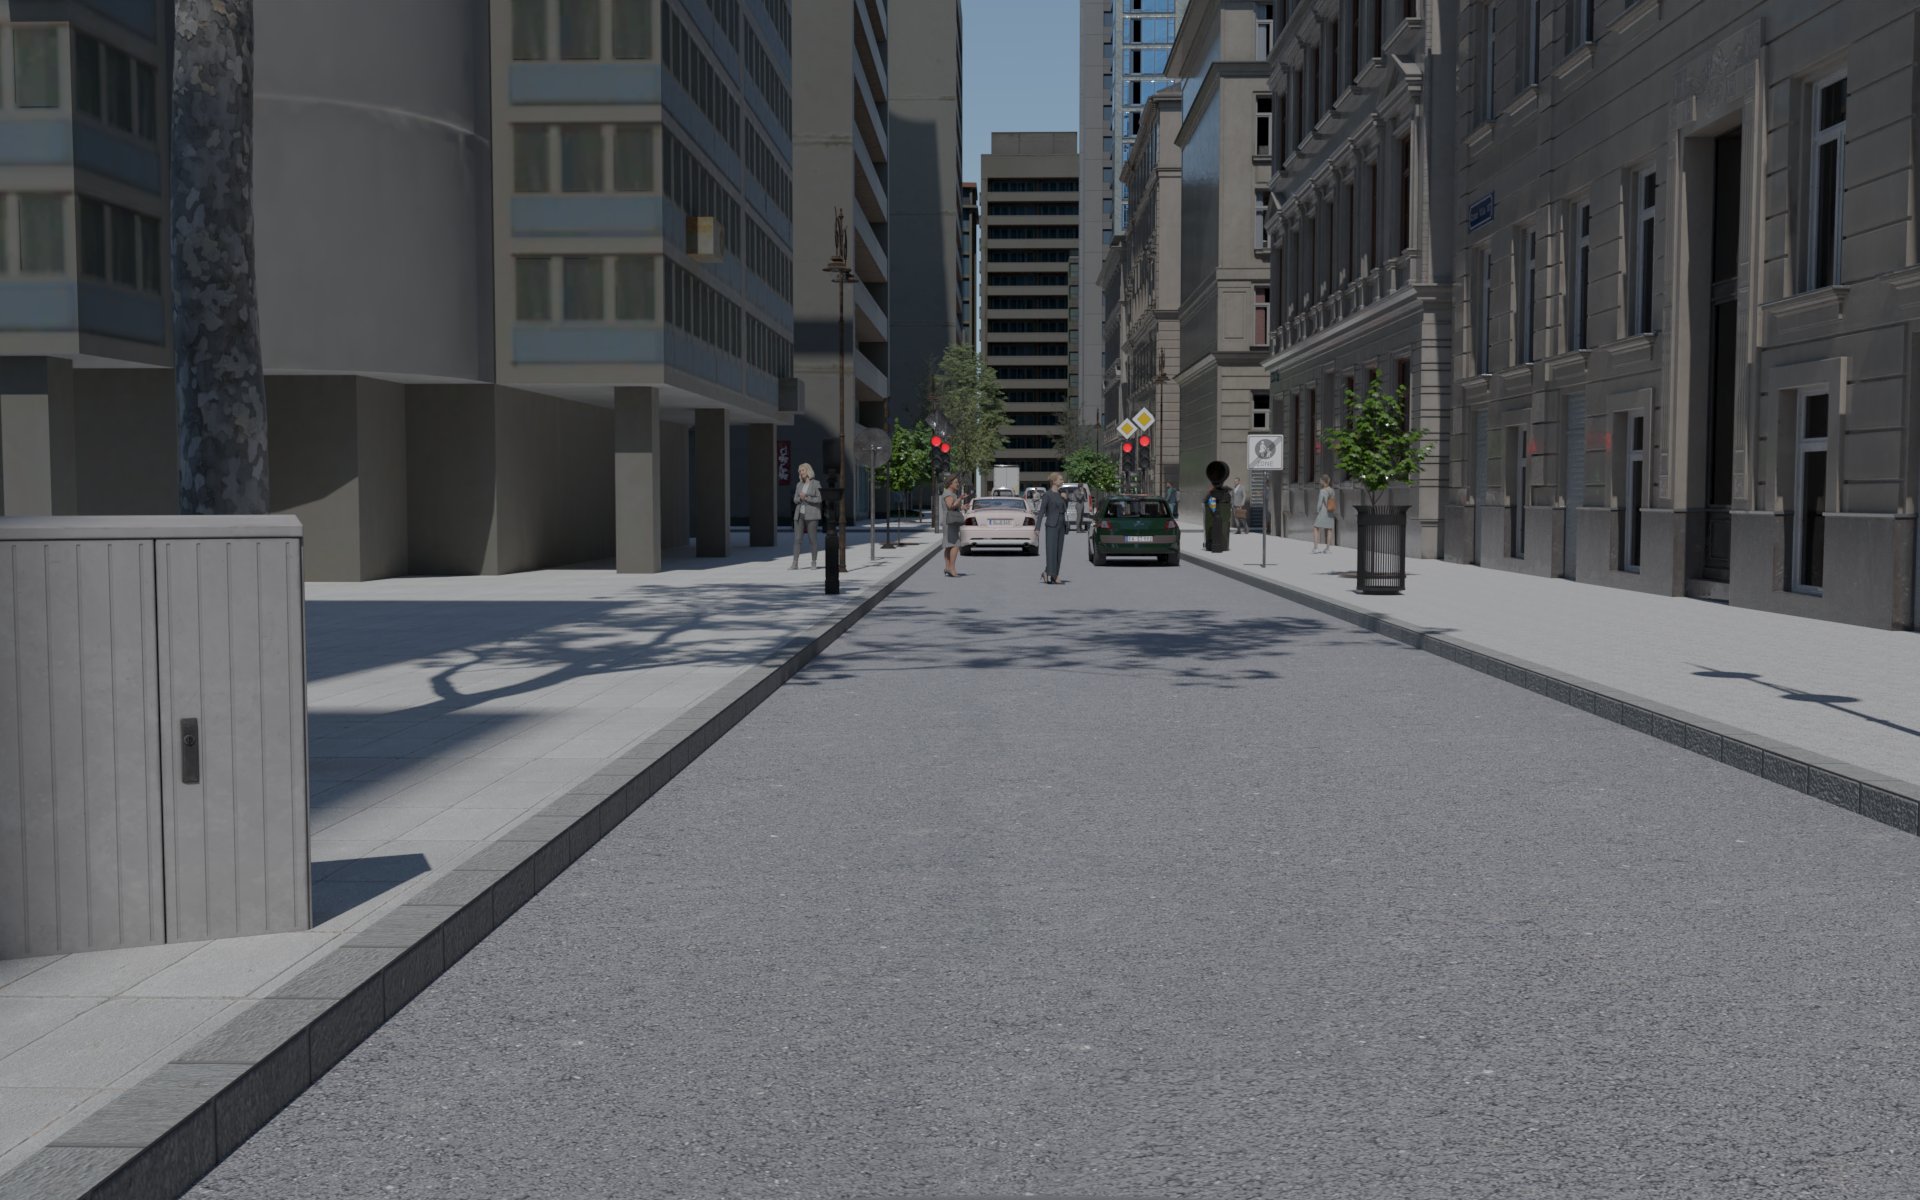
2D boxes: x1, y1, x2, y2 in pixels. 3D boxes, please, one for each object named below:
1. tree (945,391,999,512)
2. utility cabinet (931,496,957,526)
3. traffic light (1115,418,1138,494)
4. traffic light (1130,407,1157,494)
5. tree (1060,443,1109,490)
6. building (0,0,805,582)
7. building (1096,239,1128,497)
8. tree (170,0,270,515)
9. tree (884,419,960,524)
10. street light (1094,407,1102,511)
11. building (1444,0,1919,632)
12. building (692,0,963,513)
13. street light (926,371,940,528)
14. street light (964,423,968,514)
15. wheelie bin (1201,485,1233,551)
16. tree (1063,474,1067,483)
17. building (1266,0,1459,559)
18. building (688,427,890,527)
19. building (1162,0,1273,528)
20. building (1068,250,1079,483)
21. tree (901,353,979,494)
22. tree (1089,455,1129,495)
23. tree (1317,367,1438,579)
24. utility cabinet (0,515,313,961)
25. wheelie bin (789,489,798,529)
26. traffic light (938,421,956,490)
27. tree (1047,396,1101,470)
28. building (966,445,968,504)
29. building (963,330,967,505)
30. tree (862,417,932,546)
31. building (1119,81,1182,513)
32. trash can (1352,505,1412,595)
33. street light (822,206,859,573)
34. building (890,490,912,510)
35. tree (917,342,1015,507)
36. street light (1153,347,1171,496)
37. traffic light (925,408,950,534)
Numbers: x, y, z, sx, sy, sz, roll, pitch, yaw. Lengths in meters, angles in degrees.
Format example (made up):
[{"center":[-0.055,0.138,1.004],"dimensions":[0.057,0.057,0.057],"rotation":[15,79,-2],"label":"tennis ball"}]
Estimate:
[{"center":[0.424,-10.456,121.311],"dimensions":[4.737,8.622,4.395],"rotation":[0,3,0],"label":"tree"},{"center":[-0.641,-3.590,69.853],"dimensions":[1.020,1.237,0.306],"rotation":[-1,4,-23],"label":"utility cabinet"},{"center":[6.142,-4.591,63.991],"dimensions":[0.839,4.253,0.868],"rotation":[0,4,2],"label":"traffic light"},{"center":[5.924,-4.103,56.009],"dimensions":[0.839,4.253,0.868],"rotation":[0,4,2],"label":"traffic light"},{"center":[8.204,-7.842,111.922],"dimensions":[4.285,4.588,4.351],"rotation":[0,3,0],"label":"tree"},{"center":[-15.872,-21.060,36.207],"dimensions":[23.993,40.220,32.217],"rotation":[0,4,2],"label":"building"},{"center":[16.349,-17.878,128.462],"dimensions":[11.583,22.565,21.152],"rotation":[0,4,2],"label":"building"},{"center":[-2.619,-9.350,8.762],"dimensions":[12.611,20.169,13.585],"rotation":[0,3,0],"label":"tree"},{"center":[-1.776,-5.637,75.874],"dimensions":[4.285,4.588,4.351],"rotation":[0,3,0],"label":"tree"},{"center":[7.313,-7.299,92.134],"dimensions":[0.468,5.910,1.993],"rotation":[0,4,2],"label":"street light"},{"center":[14.469,-13.605,19.703],"dimensions":[12.463,27.353,25.104],"rotation":[0,4,2],"label":"building"},{"center":[-10.692,-32.246,150.929],"dimensions":[21.300,48.544,21.600],"rotation":[0,4,2],"label":"building"},{"center":[-1.006,-5.665,65.403],"dimensions":[0.468,5.910,1.993],"rotation":[0,4,2],"label":"street light"},{"center":[0.368,-8.538,112.377],"dimensions":[0.468,5.910,1.993],"rotation":[0,4,2],"label":"street light"},{"center":[5.814,-1.910,39.134],"dimensions":[0.693,1.594,0.980],"rotation":[0,4,3],"label":"wheelie bin"},{"center":[10.186,-10.639,168.551],"dimensions":[1.663,3.219,1.824],"rotation":[0,3,0],"label":"tree"},{"center":[14.286,-12.648,42.946],"dimensions":[11.583,22.565,21.152],"rotation":[0,4,2],"label":"building"},{"center":[-14.552,-27.766,77.676],"dimensions":[21.300,48.544,21.600],"rotation":[0,4,2],"label":"building"},{"center":[24.167,-14.614,72.220],"dimensions":[30.059,22.955,16.112],"rotation":[0,4,2],"label":"building"},{"center":[19.748,-26.542,205.654],"dimensions":[14.160,30.474,14.107],"rotation":[0,4,2],"label":"building"},{"center":[-1.100,-8.489,89.154],"dimensions":[4.360,8.622,3.978],"rotation":[0,3,0],"label":"tree"},{"center":[7.478,-5.628,86.614],"dimensions":[1.663,3.219,1.824],"rotation":[0,3,0],"label":"tree"},{"center":[6.464,-1.950,26.480],"dimensions":[1.663,3.219,1.824],"rotation":[0,3,0],"label":"tree"},{"center":[-2.422,0.379,4.966],"dimensions":[1.020,1.237,0.306],"rotation":[-2,4,-25],"label":"utility cabinet"},{"center":[-5.892,-3.418,63.786],"dimensions":[0.693,1.594,0.980],"rotation":[-1,4,-22],"label":"wheelie bin"},{"center":[-0.517,-4.602,64.156],"dimensions":[0.839,4.253,0.868],"rotation":[0,4,2],"label":"traffic light"},{"center":[8.426,-10.917,128.847],"dimensions":[4.360,8.622,3.978],"rotation":[0,3,0],"label":"tree"},{"center":[-14.846,-54.310,200.634],"dimensions":[31.000,86.520,22.319],"rotation":[0,4,2],"label":"building"},{"center":[-13.411,-20.306,177.040],"dimensions":[27.650,21.520,28.899],"rotation":[0,4,2],"label":"building"},{"center":[-1.669,-2.991,43.510],"dimensions":[1.663,3.219,1.824],"rotation":[0,3,0],"label":"tree"},{"center":[16.570,-18.801,104.653],"dimensions":[12.463,27.353,25.104],"rotation":[0,4,2],"label":"building"},{"center":[5.377,-0.639,22.107],"dimensions":[0.748,1.137,0.748],"rotation":[0,3,0],"label":"trash can"},{"center":[-1.922,-3.386,28.152],"dimensions":[0.468,5.910,1.993],"rotation":[0,4,2],"label":"street light"},{"center":[-13.479,-40.958,107.921],"dimensions":[20.563,71.187,20.611],"rotation":[0,4,2],"label":"building"},{"center":[0.400,-12.939,129.676],"dimensions":[7.486,12.596,7.792],"rotation":[0,3,0],"label":"tree"},{"center":[6.335,-4.998,54.508],"dimensions":[0.468,5.910,1.993],"rotation":[0,4,2],"label":"street light"},{"center":[-0.735,-4.113,56.174],"dimensions":[0.839,4.253,0.868],"rotation":[0,4,2],"label":"traffic light"}]
